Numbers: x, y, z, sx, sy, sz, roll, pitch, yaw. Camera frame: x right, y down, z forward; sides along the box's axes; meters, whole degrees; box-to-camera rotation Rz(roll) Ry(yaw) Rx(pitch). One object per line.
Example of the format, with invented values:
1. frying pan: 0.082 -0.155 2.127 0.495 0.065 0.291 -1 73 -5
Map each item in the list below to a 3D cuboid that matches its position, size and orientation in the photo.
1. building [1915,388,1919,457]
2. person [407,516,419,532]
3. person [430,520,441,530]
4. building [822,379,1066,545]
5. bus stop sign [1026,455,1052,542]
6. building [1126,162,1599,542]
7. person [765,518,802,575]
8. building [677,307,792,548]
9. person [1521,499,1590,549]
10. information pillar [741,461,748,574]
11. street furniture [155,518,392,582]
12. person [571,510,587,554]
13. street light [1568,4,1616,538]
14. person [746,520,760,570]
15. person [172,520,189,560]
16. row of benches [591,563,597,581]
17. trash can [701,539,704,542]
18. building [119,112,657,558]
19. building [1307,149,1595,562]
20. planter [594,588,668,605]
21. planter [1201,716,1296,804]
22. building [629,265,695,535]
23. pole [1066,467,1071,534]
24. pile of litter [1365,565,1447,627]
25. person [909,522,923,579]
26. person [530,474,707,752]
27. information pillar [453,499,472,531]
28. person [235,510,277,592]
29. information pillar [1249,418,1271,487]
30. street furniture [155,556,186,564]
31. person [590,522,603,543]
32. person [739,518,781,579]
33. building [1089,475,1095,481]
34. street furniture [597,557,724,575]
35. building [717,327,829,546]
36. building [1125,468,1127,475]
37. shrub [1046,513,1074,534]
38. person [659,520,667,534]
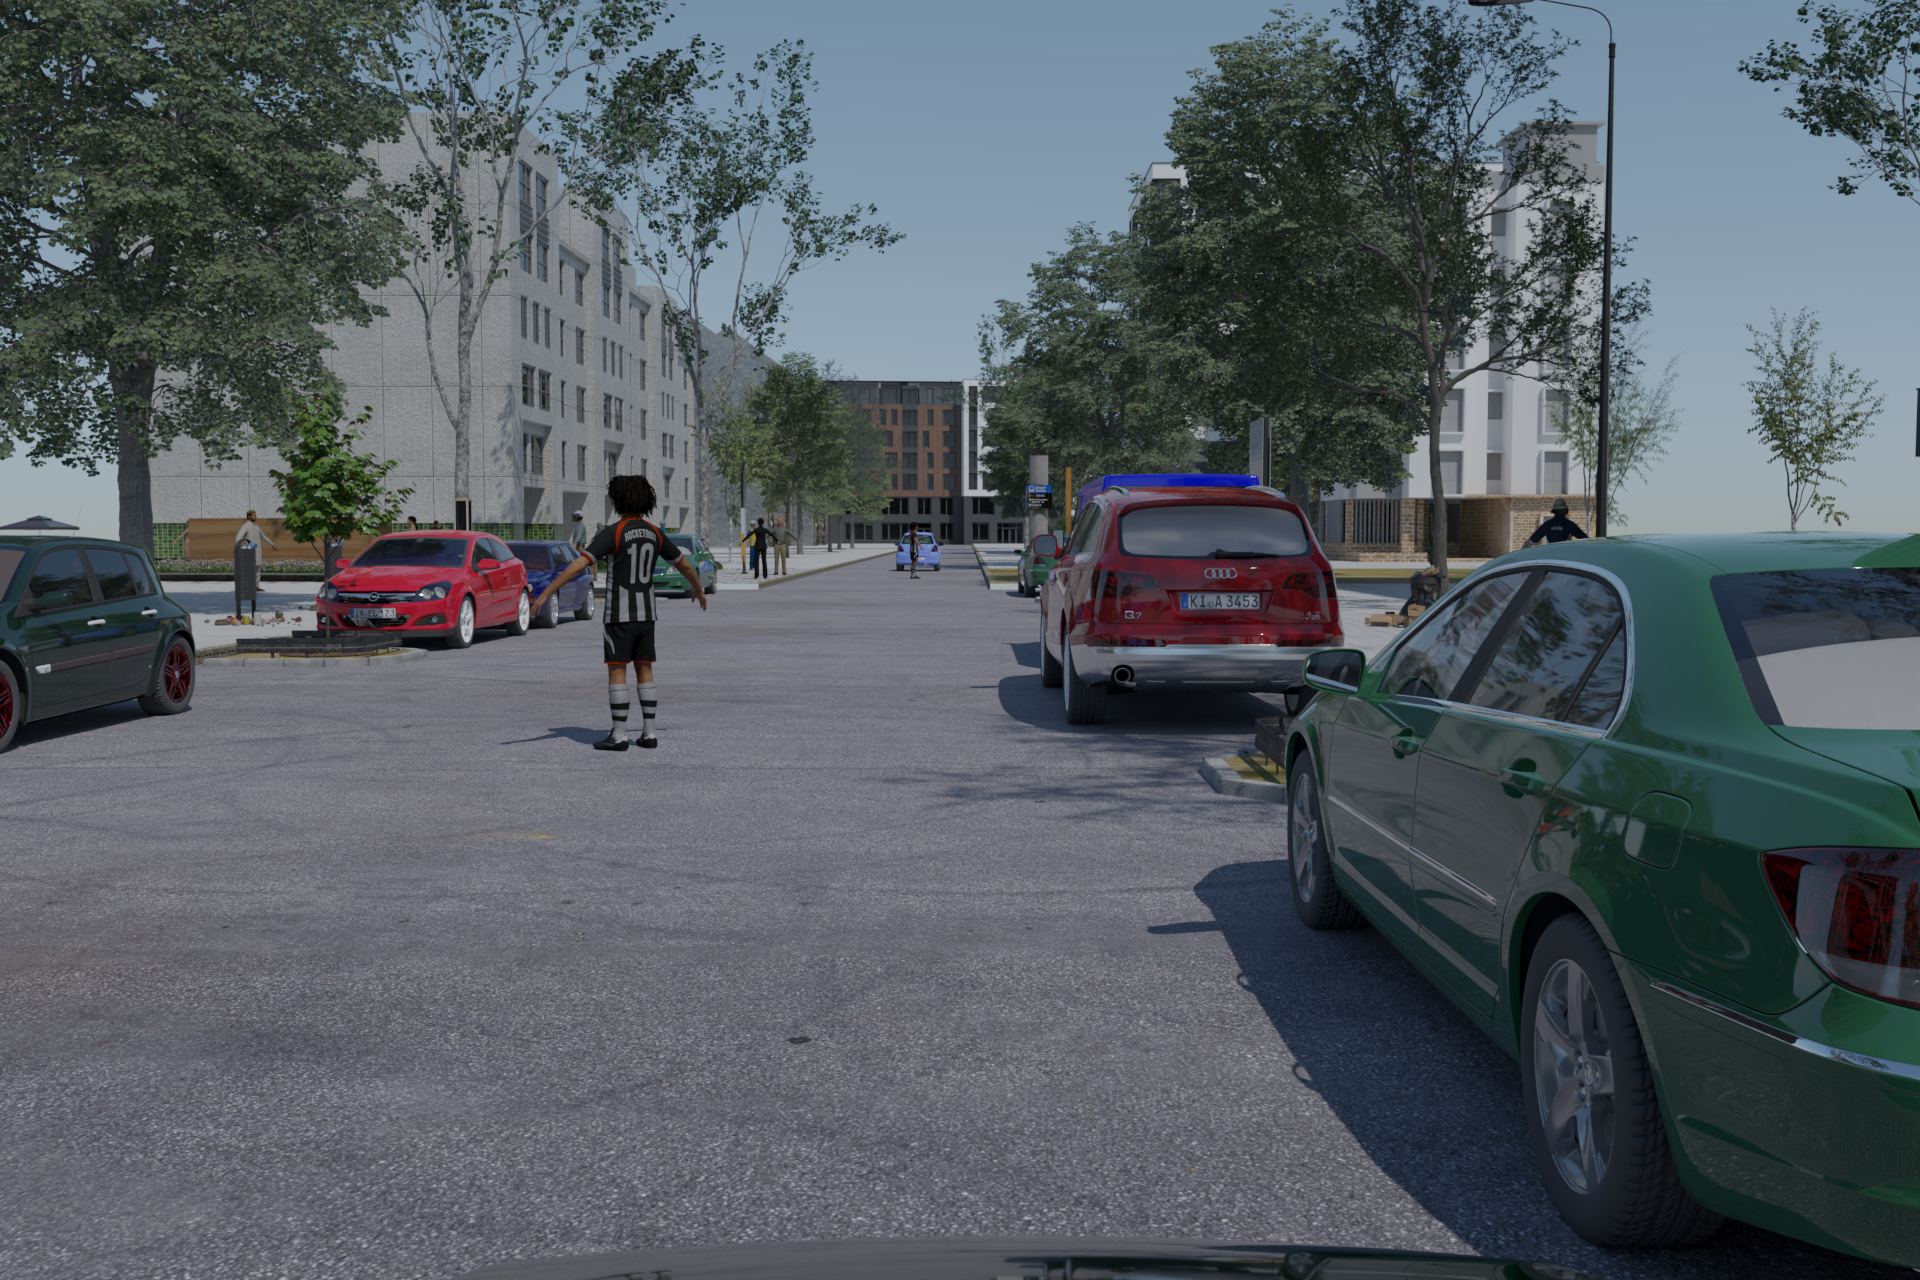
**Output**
1. building: 25.685 -13.989 22.224 14.314 27.812 24.014 0 4 1
2. person: -13.745 -2.223 43.159 0.721 1.737 1.217 -1 4 -10
3. person: -19.812 -3.634 65.638 1.346 1.802 0.704 2 4 26
4. building: -2.883 -24.088 240.274 32.646 21.610 27.936 0 4 -5
5. bus stop sign: 2.652 -4.233 58.227 0.837 3.901 0.837 0 4 -1
6. building: 24.536 -16.377 111.742 27.936 21.610 32.646 0 4 0
7. person: -5.624 -2.927 54.123 1.348 1.796 0.705 0 4 -4
8. building: -27.210 -20.908 172.781 19.493 23.208 18.063 0 4 1
9. person: 9.580 -1.333 27.664 1.351 1.845 0.704 2 4 35
10. information pillar: -6.926 -3.916 55.381 0.183 3.616 0.504 0 4 1
11. street furniture: -20.311 -2.607 49.479 9.812 1.723 11.010 0 4 6
12. person: -9.205 -2.194 41.708 0.704 1.849 1.345 -1 4 -10
13. street light: 6.111 -2.593 14.934 1.470 5.913 1.316 0 4 0
14. person: -7.308 -3.385 61.803 0.721 1.772 1.216 1 4 22
15. person: -24.952 -3.006 55.958 0.721 1.733 1.217 1 4 19
16. row of benches: -11.436 -1.858 45.841 1.422 0.672 4.104 3 5 39
17. trash can: -7.850 -2.391 50.749 0.748 1.137 0.748 0 3 0
18. building: -27.013 -13.602 88.848 16.747 18.905 31.486 0 4 1
19. building: 23.173 -14.386 91.638 16.016 20.090 11.380 0 4 0
20. planter: -7.137 -0.905 35.942 1.991 0.319 1.994 0 4 1
21. planter: 2.434 0.681 9.999 1.991 0.319 1.994 0 4 1
22. building: -29.916 -15.730 123.640 16.747 18.905 31.486 0 4 1
23. pole: 3.319 -3.623 53.081 0.158 3.312 0.155 0 3 0
24. pile of litter: 6.256 -0.614 24.001 1.176 0.858 1.719 0 3 0
25. person: -1.443 -2.869 55.511 0.704 1.843 1.345 -1 4 -16
26. person: -2.209 -0.179 11.523 1.345 1.843 0.704 -3 5 -43
27. information pillar: -10.437 -1.952 36.411 0.304 2.012 0.304 0 4 1
28. person: -15.661 -1.975 38.385 0.704 1.819 1.344 1 4 16
29. information pillar: 6.200 -2.725 35.876 0.184 3.620 1.656 0 4 0
30. street furniture: -23.477 -2.768 60.876 10.072 0.657 5.734 1 4 13
31. person: -16.362 -4.428 78.520 0.705 1.813 1.348 -3 5 -39
32. person: -5.704 -2.611 49.407 1.216 1.740 0.721 -1 4 -17
33. building: 21.698 -16.943 219.157 9.099 9.664 28.070 0 3 0
34. street furniture: -11.429 -2.642 58.826 5.734 0.657 10.072 1 4 8
35. building: -24.814 -22.167 193.358 19.493 23.208 18.063 0 4 0
36. building: 19.784 -14.859 185.086 9.099 9.664 28.070 0 4 1
37. shrub: 3.527 -3.172 56.283 1.690 2.028 1.600 0 3 0
38. person: -11.325 -3.675 66.207 0.704 1.817 1.347 -2 4 -34
